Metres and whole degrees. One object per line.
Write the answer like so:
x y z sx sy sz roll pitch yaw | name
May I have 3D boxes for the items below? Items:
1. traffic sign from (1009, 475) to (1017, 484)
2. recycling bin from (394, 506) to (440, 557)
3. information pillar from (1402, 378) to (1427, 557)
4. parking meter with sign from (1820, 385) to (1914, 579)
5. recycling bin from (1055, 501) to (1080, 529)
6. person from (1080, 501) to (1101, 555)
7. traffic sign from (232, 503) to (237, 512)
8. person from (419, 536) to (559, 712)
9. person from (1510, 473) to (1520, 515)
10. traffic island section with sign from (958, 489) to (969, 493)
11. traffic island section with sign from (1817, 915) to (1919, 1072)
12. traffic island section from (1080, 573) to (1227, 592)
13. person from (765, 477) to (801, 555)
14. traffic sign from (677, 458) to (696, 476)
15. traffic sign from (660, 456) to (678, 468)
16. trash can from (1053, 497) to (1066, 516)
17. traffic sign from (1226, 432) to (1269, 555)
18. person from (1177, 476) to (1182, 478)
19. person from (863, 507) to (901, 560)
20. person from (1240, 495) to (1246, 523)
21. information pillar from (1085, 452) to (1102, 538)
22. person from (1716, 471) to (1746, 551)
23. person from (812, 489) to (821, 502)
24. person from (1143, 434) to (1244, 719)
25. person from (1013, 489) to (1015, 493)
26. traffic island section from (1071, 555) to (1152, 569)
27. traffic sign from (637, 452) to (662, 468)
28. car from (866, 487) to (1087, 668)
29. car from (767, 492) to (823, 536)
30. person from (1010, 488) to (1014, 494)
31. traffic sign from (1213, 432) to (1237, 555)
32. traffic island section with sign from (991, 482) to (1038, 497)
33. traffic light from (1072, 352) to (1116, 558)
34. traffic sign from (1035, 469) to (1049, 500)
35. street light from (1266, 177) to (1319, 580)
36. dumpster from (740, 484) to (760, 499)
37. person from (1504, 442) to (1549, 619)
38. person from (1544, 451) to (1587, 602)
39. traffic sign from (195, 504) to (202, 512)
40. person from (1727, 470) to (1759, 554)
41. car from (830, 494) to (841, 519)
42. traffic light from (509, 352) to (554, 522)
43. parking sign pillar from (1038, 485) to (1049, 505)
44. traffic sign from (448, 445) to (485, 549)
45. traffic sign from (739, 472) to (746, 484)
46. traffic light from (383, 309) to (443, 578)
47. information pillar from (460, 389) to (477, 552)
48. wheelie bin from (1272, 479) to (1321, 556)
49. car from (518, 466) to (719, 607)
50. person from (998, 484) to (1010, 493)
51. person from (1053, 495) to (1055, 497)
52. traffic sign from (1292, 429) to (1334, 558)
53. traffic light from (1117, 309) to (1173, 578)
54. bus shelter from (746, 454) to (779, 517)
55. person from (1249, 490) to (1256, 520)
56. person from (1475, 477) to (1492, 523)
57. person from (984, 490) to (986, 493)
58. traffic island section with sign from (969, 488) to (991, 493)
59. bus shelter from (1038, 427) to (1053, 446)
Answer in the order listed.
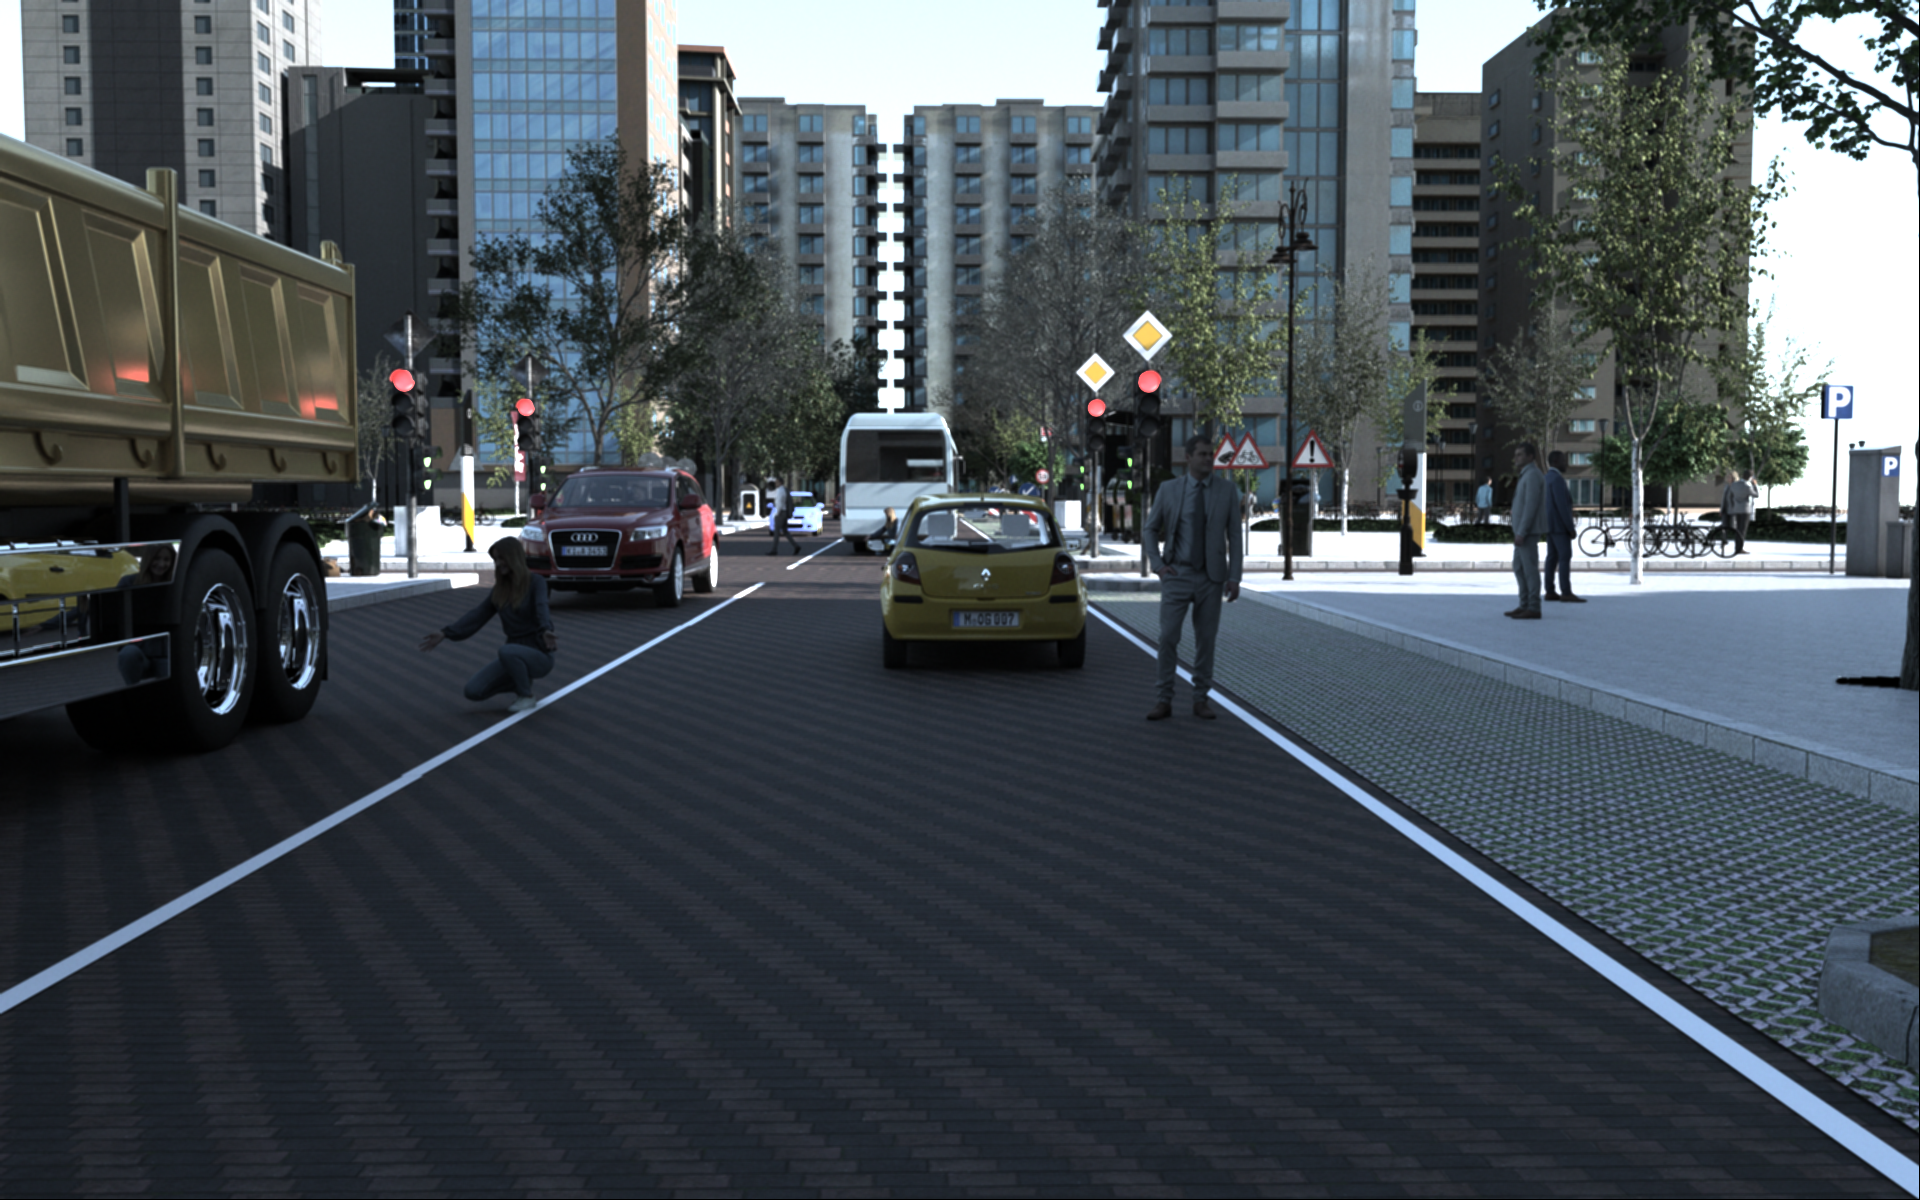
3.471 -6.612 108.217 0.768 2.556 0.104 0 4 4 | traffic sign
-11.122 -1.402 35.471 0.722 1.027 0.722 -3 4 -37 | recycling bin
9.268 -2.687 35.285 0.504 3.616 0.183 3 5 44 | information pillar
14.207 -1.876 26.940 0.543 3.016 1.738 -1 4 -14 | parking meter with sign
3.980 -3.154 64.128 0.722 1.027 0.722 -2 4 -31 | recycling bin
2.924 -1.542 37.985 0.640 1.303 0.475 2 4 24 | person
-11.036 -1.610 26.331 0.884 2.594 0.081 0 4 -1 | traffic sign
-2.951 0.155 11.459 1.012 1.151 0.738 2 4 32 | person
13.773 -2.211 42.218 0.660 1.820 0.620 -2 4 -33 | person
0.031 -9.468 163.427 1.989 1.847 2.006 0 4 -1 | traffic island section with sign
3.355 0.265 4.296 1.989 1.847 2.006 0 4 -1 | traffic island section with sign
2.876 -0.267 26.647 2.009 0.180 2.903 0 4 -1 | traffic island section
-4.138 -1.952 40.512 0.850 1.850 0.679 1 4 9 | person
-9.717 -3.743 61.300 0.768 2.556 0.104 0 4 4 | traffic sign
-9.782 -3.527 57.774 0.768 2.556 0.104 0 4 0 | traffic sign
5.013 -4.654 87.752 0.748 1.137 0.748 0 3 0 | trash can
5.998 -2.211 36.161 0.884 2.594 0.081 0 4 7 | traffic sign
6.588 -2.817 52.209 0.850 1.850 0.679 -1 4 -21 | person
-1.536 -1.462 37.909 0.738 1.151 1.012 -2 4 -35 | person
12.691 -4.082 77.460 0.362 1.253 0.373 3 5 41 | person
3.939 -3.644 50.935 0.504 3.616 0.183 3 4 37 | information pillar
17.262 -1.979 38.579 0.728 1.800 0.709 -1 4 -19 | person
-13.884 -9.771 165.807 1.348 1.822 0.705 0 4 2 | person
1.496 -0.155 11.128 0.635 1.810 0.391 0 4 -3 | person
4.860 -9.257 157.411 0.705 1.823 1.348 -2 4 -32 | person
2.709 -0.755 34.630 2.009 0.180 2.903 0 4 -1 | traffic island section
-9.449 -3.218 52.725 0.768 2.556 0.104 0 4 5 | traffic sign
0.147 -0.336 15.723 2.015 1.641 3.980 0 4 -2 | car
-5.678 -3.078 59.921 1.945 1.707 3.694 0 4 -2 | car
4.063 -7.891 135.143 0.705 1.814 1.350 1 4 14 | person
5.643 -2.240 36.625 0.884 2.594 0.081 0 4 2 | traffic sign
2.197 -3.121 59.650 1.989 1.847 2.006 0 4 -1 | traffic island section with sign
2.669 -2.789 34.515 0.839 4.253 0.868 0 4 -1 | traffic light
4.160 -5.299 86.749 0.768 2.556 0.104 0 4 2 | traffic sign
4.906 -3.238 25.721 0.468 5.910 1.993 0 4 -1 | street light
-11.848 -5.542 96.364 1.264 1.857 1.865 0 4 -1 | dumpster
5.859 -0.716 17.855 0.391 1.810 0.635 1 4 11 | person
7.159 -0.888 20.747 0.419 1.800 0.721 -1 4 -11 | person
-9.582 -1.326 21.780 0.768 2.556 0.104 0 4 7 | traffic sign
16.745 -1.885 37.039 0.473 1.802 0.592 -1 4 -11 | person
-6.527 -5.666 101.685 2.155 1.783 4.494 0 4 -2 | car
-8.489 -2.773 34.267 0.839 4.253 0.868 0 4 -1 | traffic light
4.343 -6.504 94.819 1.447 3.967 1.447 2 4 28 | parking sign pillar
-11.229 -2.408 39.370 0.884 2.594 0.081 0 4 8 | traffic sign
-12.587 -6.127 99.906 0.795 2.593 0.064 0 4 0 | traffic sign
-8.323 -2.285 26.284 0.839 4.253 0.868 0 4 -1 | traffic light
-10.922 -2.877 38.392 0.183 3.616 0.504 0 4 7 | information pillar
6.982 -1.713 35.914 0.980 1.594 0.693 0 4 4 | wheelie bin
-4.567 -0.916 23.652 2.281 1.827 5.304 0 3 0 | car
1.777 -3.698 69.057 0.679 1.850 0.850 0 4 -8 | person
6.743 -7.700 132.661 1.217 1.743 0.721 1 4 18 | person
7.064 -2.129 34.818 0.884 2.594 0.081 0 4 4 | traffic sign
2.836 -2.300 26.532 0.839 4.253 0.868 0 4 -1 | traffic light
-11.307 -6.717 101.101 1.731 3.624 6.357 0 4 -1 | bus shelter
14.666 -4.814 87.339 0.523 1.515 0.503 -1 4 -10 | person
16.384 -2.950 54.292 0.620 1.820 0.660 -2 4 -32 | person
2.429 -9.302 159.600 0.415 1.643 0.593 3 5 44 | person
1.613 -4.810 87.277 1.989 1.847 2.006 0 4 -1 | traffic island section with sign
4.526 -7.549 101.057 2.179 5.291 8.768 0 4 -1 | bus shelter
